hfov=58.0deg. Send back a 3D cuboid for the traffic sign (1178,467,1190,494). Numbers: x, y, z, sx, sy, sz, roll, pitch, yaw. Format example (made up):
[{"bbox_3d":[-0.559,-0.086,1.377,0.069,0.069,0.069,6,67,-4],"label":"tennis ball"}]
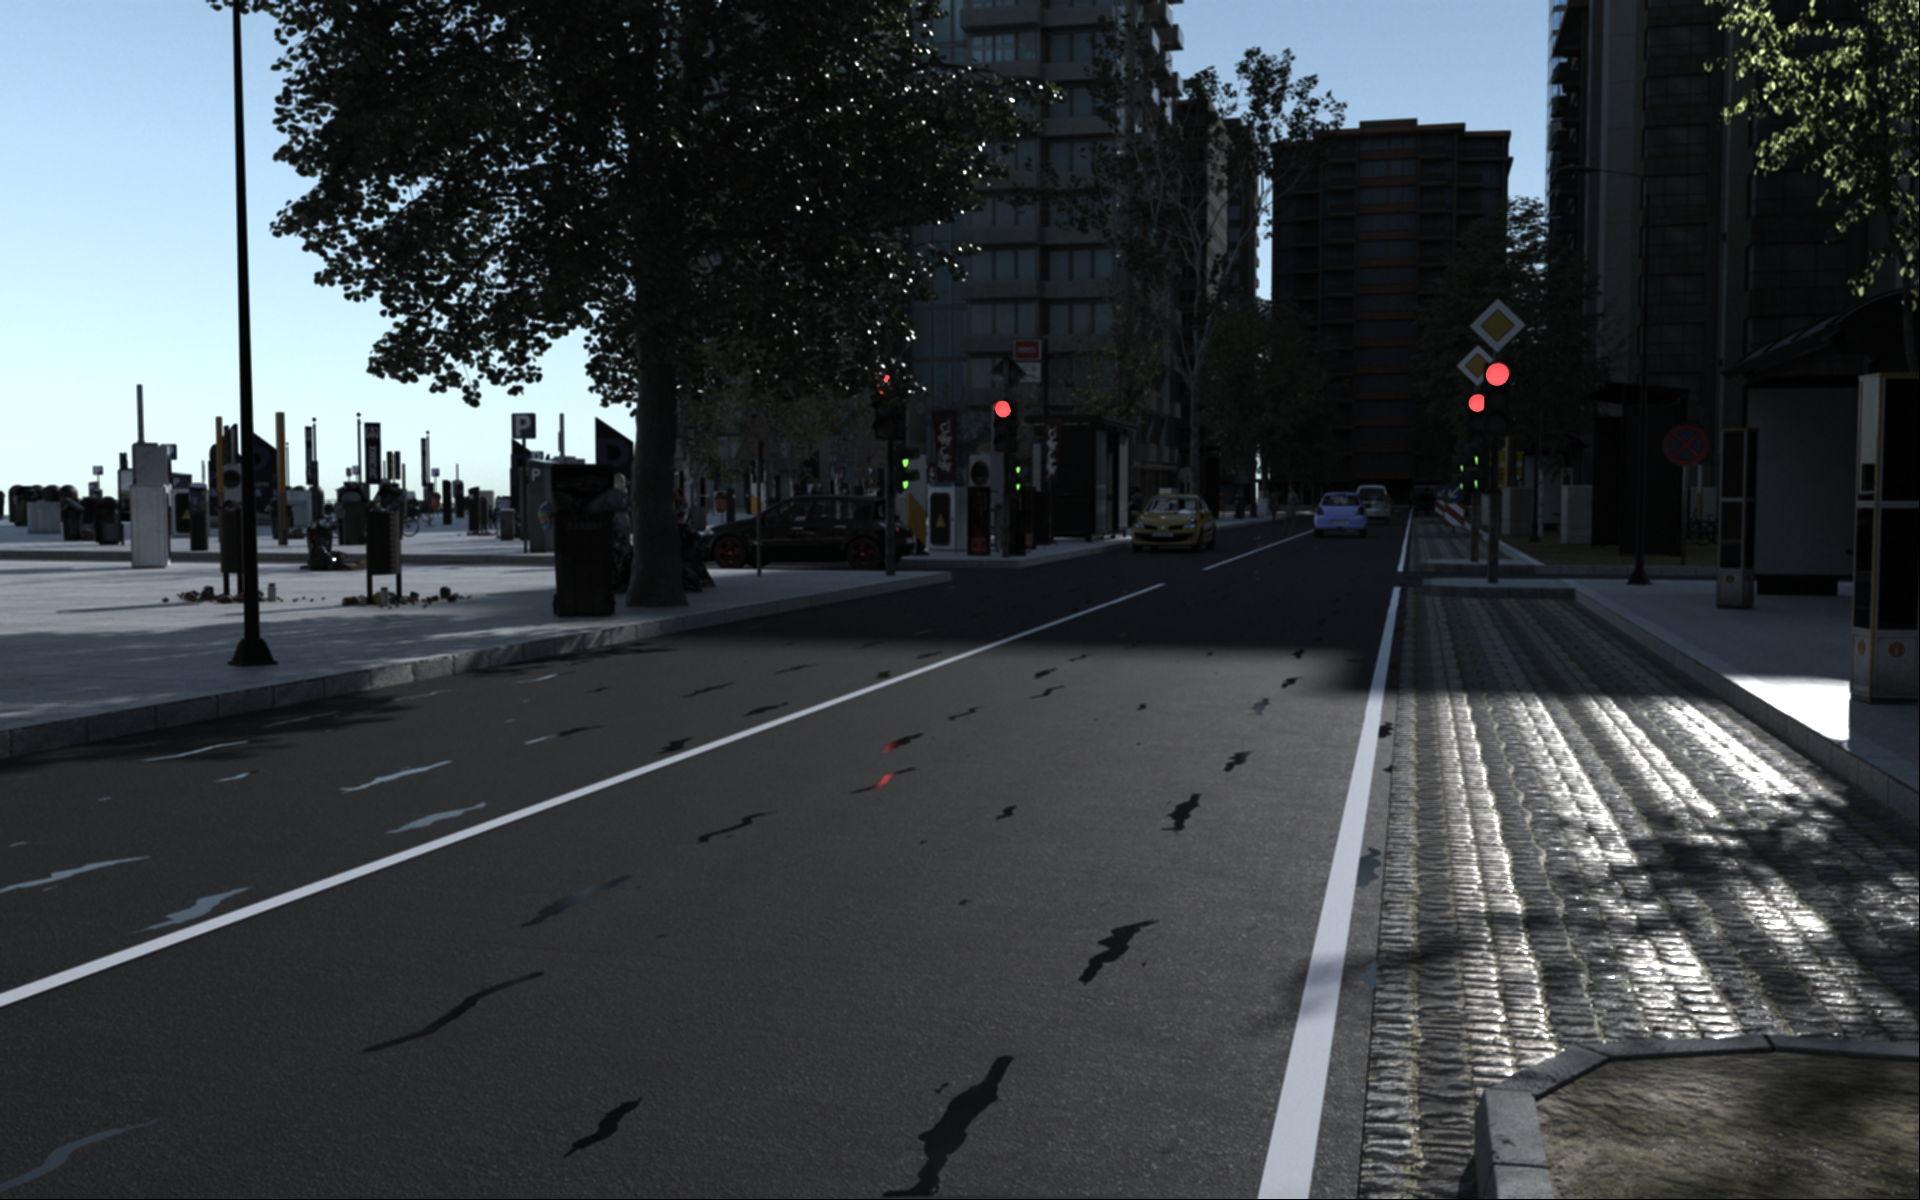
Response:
[{"bbox_3d":[10.541,-4.937,80.828,0.768,2.556,0.104,1,4,15],"label":"traffic sign"}]

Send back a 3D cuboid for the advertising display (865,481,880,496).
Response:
[{"bbox_3d":[-4.413,-4.927,85.771,0.974,1.923,0.123,-2,4,-23],"label":"advertising display"}]

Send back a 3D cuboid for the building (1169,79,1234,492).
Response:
[{"bbox_3d":[12.747,-28.793,162.644,23.993,40.220,32.217,1,4,15],"label":"building"}]

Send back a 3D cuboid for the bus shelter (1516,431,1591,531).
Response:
[{"bbox_3d":[19.736,-3.910,57.860,2.014,3.302,5.546,1,4,15],"label":"bus shelter"}]

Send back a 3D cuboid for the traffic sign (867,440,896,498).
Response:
[{"bbox_3d":[-1.494,-2.157,35.270,0.884,2.594,0.081,1,4,19],"label":"traffic sign"}]

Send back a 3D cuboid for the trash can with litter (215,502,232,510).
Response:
[{"bbox_3d":[-22.362,-2.574,53.478,1.055,1.170,0.624,-3,5,-45],"label":"trash can with litter"}]

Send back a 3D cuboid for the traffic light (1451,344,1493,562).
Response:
[{"bbox_3d":[9.715,-2.676,32.667,0.839,4.253,0.868,1,4,15],"label":"traffic light"}]

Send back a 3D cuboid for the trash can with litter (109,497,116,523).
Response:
[{"bbox_3d":[-37.472,-3.979,76.446,0.624,1.170,1.055,-2,4,-35],"label":"trash can with litter"}]

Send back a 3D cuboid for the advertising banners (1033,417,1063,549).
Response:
[{"bbox_3d":[1.546,-2.690,40.173,2.074,3.025,0.090,3,5,41],"label":"advertising banners"}]

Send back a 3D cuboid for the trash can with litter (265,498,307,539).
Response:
[{"bbox_3d":[-19.179,-2.319,49.302,0.624,1.170,1.055,2,4,29],"label":"trash can with litter"}]

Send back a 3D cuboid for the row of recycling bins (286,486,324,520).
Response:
[{"bbox_3d":[-33.597,-4.917,87.501,3.534,1.692,1.069,2,4,24],"label":"row of recycling bins"}]

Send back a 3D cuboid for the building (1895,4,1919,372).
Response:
[{"bbox_3d":[38.021,-36.980,42.868,20.611,71.187,20.563,1,4,15],"label":"building"}]

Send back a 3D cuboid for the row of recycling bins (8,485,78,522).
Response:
[{"bbox_3d":[-41.896,-4.409,79.203,3.534,1.692,1.069,1,4,14],"label":"row of recycling bins"}]

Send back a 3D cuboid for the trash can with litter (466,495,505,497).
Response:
[{"bbox_3d":[-14.848,-2.629,54.035,1.678,1.210,2.233,-2,4,-29],"label":"trash can with litter"}]

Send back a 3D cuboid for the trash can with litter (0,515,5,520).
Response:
[{"bbox_3d":[-47.821,-4.540,85.612,1.055,1.170,0.624,0,4,-3],"label":"trash can with litter"}]

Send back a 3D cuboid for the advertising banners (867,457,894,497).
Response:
[{"bbox_3d":[-3.793,-5.270,82.357,0.090,3.025,2.074,3,4,36],"label":"advertising banners"}]

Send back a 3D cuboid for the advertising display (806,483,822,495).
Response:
[{"bbox_3d":[-8.478,-5.835,100.618,0.974,1.923,0.123,-2,4,-33],"label":"advertising display"}]

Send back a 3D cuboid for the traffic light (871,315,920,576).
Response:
[{"bbox_3d":[-1.081,-2.342,27.219,0.839,4.253,0.868,1,4,15],"label":"traffic light"}]

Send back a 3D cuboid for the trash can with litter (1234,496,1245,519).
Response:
[{"bbox_3d":[14.494,-4.829,90.347,0.624,1.170,1.055,0,4,-7],"label":"trash can with litter"}]

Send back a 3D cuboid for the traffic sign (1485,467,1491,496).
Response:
[{"bbox_3d":[23.687,-4.763,77.983,0.768,2.556,0.104,1,4,21],"label":"traffic sign"}]

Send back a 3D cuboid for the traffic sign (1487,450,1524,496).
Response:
[{"bbox_3d":[25.413,-5.286,80.298,2.265,3.308,0.079,1,4,21],"label":"traffic sign"}]

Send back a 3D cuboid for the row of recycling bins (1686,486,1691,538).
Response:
[{"bbox_3d":[20.769,-2.675,50.842,1.069,1.692,3.534,1,4,18],"label":"row of recycling bins"}]

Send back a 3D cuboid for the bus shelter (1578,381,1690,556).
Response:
[{"bbox_3d":[14.990,-2.905,38.772,1.731,3.624,6.357,1,4,15],"label":"bus shelter"}]

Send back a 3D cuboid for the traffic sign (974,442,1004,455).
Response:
[{"bbox_3d":[0.694,-2.564,42.029,0.768,2.556,0.104,1,4,18],"label":"traffic sign"}]

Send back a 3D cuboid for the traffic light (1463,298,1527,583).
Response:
[{"bbox_3d":[7.688,-2.203,24.942,0.839,4.253,0.868,1,4,15],"label":"traffic light"}]

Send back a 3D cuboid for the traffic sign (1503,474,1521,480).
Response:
[{"bbox_3d":[25.416,-4.811,79.853,0.795,2.450,0.064,1,4,20],"label":"traffic sign"}]

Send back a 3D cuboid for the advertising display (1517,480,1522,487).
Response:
[{"bbox_3d":[25.318,-4.428,77.611,0.974,1.923,0.123,-2,4,-24],"label":"advertising display"}]

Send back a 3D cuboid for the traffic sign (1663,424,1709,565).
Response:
[{"bbox_3d":[13.159,-1.916,31.433,0.768,2.556,0.104,1,4,22],"label":"traffic sign"}]

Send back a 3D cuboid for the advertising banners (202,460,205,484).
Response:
[{"bbox_3d":[-39.502,-5.740,90.035,0.090,3.025,2.074,-2,4,-35],"label":"advertising banners"}]

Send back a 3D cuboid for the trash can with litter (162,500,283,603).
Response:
[{"bbox_3d":[-8.891,-0.615,21.116,1.678,1.210,2.233,-3,5,-41],"label":"trash can with litter"}]

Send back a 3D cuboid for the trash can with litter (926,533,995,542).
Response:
[{"bbox_3d":[0.181,-2.158,46.345,2.233,1.210,1.678,-1,4,-23],"label":"trash can with litter"}]

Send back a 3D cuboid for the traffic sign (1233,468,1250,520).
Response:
[{"bbox_3d":[14.117,-5.314,86.889,0.884,2.594,0.081,1,4,16],"label":"traffic sign"}]

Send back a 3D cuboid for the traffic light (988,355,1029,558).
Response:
[{"bbox_3d":[0.946,-2.815,34.943,0.839,4.253,0.868,1,4,15],"label":"traffic light"}]

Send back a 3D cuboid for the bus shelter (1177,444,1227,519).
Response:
[{"bbox_3d":[11.876,-5.727,84.912,1.731,3.624,6.357,1,4,15],"label":"bus shelter"}]

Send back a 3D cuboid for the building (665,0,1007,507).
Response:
[{"bbox_3d":[-13.131,-33.834,172.793,30.456,49.044,23.786,1,4,15],"label":"building"}]

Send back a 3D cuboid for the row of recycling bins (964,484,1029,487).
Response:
[{"bbox_3d":[1.575,-4.175,75.375,3.534,1.692,1.069,2,4,32],"label":"row of recycling bins"}]

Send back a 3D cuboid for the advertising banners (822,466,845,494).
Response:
[{"bbox_3d":[-8.166,-6.896,108.935,2.074,3.025,0.090,-2,4,-26],"label":"advertising banners"}]

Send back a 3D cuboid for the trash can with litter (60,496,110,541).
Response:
[{"bbox_3d":[-24.190,-2.221,47.694,1.055,1.170,0.624,0,4,5],"label":"trash can with litter"}]

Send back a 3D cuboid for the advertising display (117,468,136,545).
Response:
[{"bbox_3d":[-20.653,-2.349,43.618,0.974,1.923,0.123,-3,4,-36],"label":"advertising display"}]

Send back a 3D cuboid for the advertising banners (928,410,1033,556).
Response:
[{"bbox_3d":[0.423,-2.442,36.121,2.074,3.025,0.090,1,4,8],"label":"advertising banners"}]

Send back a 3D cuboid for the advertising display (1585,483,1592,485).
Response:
[{"bbox_3d":[36.604,-5.797,99.997,0.974,1.923,0.123,2,4,32],"label":"advertising display"}]

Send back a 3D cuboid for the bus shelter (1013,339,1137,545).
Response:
[{"bbox_3d":[3.087,-4.260,47.279,2.179,5.291,8.768,1,4,15],"label":"bus shelter"}]

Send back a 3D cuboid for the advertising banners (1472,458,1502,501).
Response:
[{"bbox_3d":[24.285,-5.059,78.903,2.074,3.025,0.090,2,4,31],"label":"advertising banners"}]

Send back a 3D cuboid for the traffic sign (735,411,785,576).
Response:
[{"bbox_3d":[-3.140,-1.652,27.018,0.884,2.594,0.081,2,4,23],"label":"traffic sign"}]

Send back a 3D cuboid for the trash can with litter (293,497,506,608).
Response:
[{"bbox_3d":[-6.500,-0.584,20.599,1.678,1.210,2.233,1,4,22],"label":"trash can with litter"}]

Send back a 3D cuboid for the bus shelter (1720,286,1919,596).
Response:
[{"bbox_3d":[10.068,-1.564,19.492,2.014,3.302,5.546,1,4,15],"label":"bus shelter"}]

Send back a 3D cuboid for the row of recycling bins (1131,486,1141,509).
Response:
[{"bbox_3d":[8.747,-5.190,91.967,1.069,1.692,3.534,-1,4,-11],"label":"row of recycling bins"}]

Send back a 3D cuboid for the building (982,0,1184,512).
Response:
[{"bbox_3d":[4.154,-31.025,126.867,23.786,49.044,30.456,1,4,15],"label":"building"}]

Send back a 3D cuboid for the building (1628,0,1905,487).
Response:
[{"bbox_3d":[43.705,-19.719,94.101,14.160,30.474,14.107,1,4,15],"label":"building"}]
